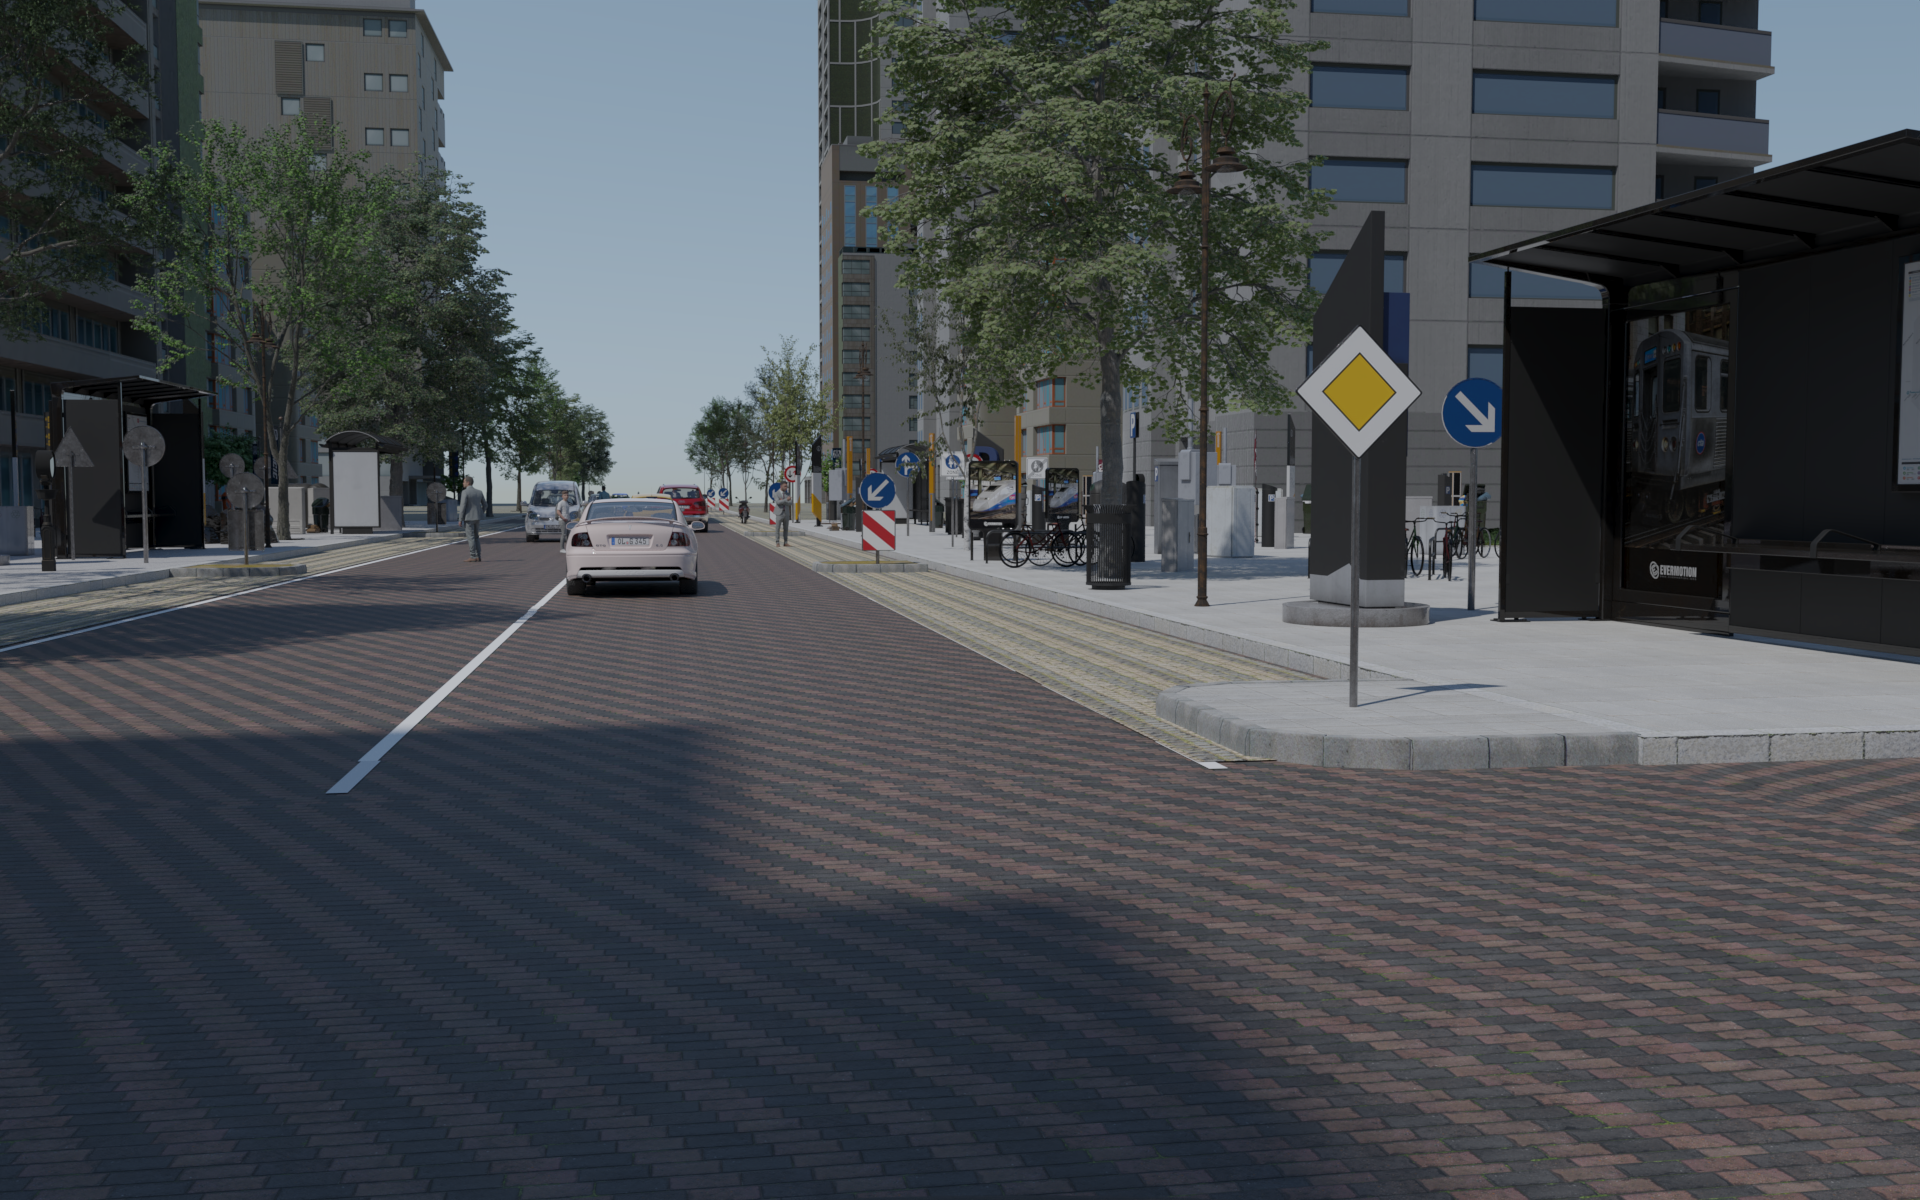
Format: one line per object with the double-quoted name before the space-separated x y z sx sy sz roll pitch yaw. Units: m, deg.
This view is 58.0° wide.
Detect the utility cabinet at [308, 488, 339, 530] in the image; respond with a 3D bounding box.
"utility cabinet" -22.500 -3.219 61.313 0.318 1.500 1.173 2 4 31

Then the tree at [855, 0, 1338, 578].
"tree" 1.901 -6.617 26.321 7.486 12.596 7.792 0 3 0

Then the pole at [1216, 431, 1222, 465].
"pole" 8.409 -3.823 56.349 0.158 3.312 0.155 0 3 0

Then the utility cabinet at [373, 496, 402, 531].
"utility cabinet" -20.289 -3.063 61.248 1.020 1.237 0.306 -2 4 -35

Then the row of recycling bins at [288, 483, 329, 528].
"row of recycling bins" -24.890 -3.585 65.730 1.069 1.692 3.534 -3 5 -42

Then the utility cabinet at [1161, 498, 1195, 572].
"utility cabinet" 3.651 -1.088 28.951 0.306 1.237 1.020 2 4 23

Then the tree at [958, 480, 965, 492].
"tree" 0.599 -5.478 84.166 1.663 3.219 1.824 0 3 0

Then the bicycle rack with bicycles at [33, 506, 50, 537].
"bicycle rack with bicycles" -27.782 -2.262 50.361 2.852 0.926 2.925 -2 4 -25

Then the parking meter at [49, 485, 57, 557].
"parking meter" -18.420 -1.820 35.471 0.399 1.863 0.255 1 4 20

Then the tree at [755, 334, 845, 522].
"tree" -7.353 -7.883 79.245 4.737 8.622 4.395 0 3 0

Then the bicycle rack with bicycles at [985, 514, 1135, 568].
"bicycle rack with bicycles" 1.778 -1.093 31.257 2.925 0.926 2.852 -1 4 -15

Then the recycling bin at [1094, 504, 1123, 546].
"recycling bin" 3.681 -1.791 41.834 0.722 1.027 0.722 -1 4 -19

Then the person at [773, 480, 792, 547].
"person" -4.753 -2.326 46.709 0.466 1.800 0.511 3 5 44

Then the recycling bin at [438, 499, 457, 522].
"recycling bin" -23.954 -4.175 80.815 0.722 1.027 0.722 1 4 18

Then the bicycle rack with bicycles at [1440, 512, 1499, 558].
"bicycle rack with bicycles" 10.410 -1.266 34.083 2.925 0.926 2.852 -3 5 -42

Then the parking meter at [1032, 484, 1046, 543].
"parking meter" 2.061 -2.252 45.224 0.372 1.533 0.369 0 3 0

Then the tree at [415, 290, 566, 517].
"tree" -26.849 -10.932 96.867 7.486 12.596 7.792 0 3 0

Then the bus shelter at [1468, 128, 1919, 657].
"bus shelter" 6.403 -1.413 14.386 1.731 3.624 6.357 -1 4 -10

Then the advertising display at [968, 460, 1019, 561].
"advertising display" 0.642 -1.716 33.277 0.974 1.923 0.123 1 4 16

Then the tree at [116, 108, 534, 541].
"tree" -18.871 -7.461 47.747 9.928 11.665 9.643 0 3 0

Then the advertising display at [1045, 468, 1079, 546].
"advertising display" 2.506 -2.281 42.515 0.974 1.923 0.123 -2 4 -34

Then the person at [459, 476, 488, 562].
"person" -10.298 -1.711 36.569 0.391 1.810 0.635 2 4 24

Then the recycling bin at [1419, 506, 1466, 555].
"recycling bin" 10.210 -1.475 36.664 0.722 1.027 0.722 -1 4 -12

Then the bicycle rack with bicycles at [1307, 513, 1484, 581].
"bicycle rack with bicycles" 6.577 -0.830 26.954 2.852 0.926 2.925 1 4 18

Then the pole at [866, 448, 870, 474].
"pole" -4.083 -5.098 77.203 0.158 3.312 0.155 0 3 0

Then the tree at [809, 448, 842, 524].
"tree" -5.668 -4.834 73.635 1.663 3.219 1.824 0 3 0

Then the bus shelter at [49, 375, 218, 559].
"bus shelter" -17.550 -2.804 37.133 1.731 3.624 6.357 -1 4 -10

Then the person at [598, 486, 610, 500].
"person" -16.327 -4.344 79.538 0.620 1.820 0.660 3 5 39

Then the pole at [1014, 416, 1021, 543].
"pole" 1.505 -3.135 45.104 0.158 3.312 0.155 0 3 0

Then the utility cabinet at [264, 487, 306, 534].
"utility cabinet" -21.450 -2.835 55.028 1.173 1.500 0.318 0 4 -1

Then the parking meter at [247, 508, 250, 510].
"parking meter" -27.885 -3.618 67.567 0.372 1.533 0.369 0 3 0

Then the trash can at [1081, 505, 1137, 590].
"trash can" 2.001 -0.713 23.308 0.748 1.137 0.748 0 3 0

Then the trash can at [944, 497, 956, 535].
"trash can" -0.165 -2.629 54.642 0.748 1.137 0.748 0 3 0

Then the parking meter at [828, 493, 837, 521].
"parking meter" -6.175 -4.777 83.814 0.399 1.863 0.255 2 4 33

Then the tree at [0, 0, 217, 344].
"tree" -14.281 -5.455 23.597 8.767 10.594 7.601 0 4 3

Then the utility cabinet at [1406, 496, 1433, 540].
"utility cabinet" 12.641 -2.274 48.343 1.020 1.237 0.306 -1 4 -11

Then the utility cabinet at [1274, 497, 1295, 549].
"utility cabinet" 7.640 -1.813 40.809 0.306 1.237 1.020 1 4 21

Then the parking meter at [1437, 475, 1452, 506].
"parking meter" 14.579 -2.839 52.134 0.399 1.863 0.255 -3 5 -39

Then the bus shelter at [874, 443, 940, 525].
"bus shelter" -2.197 -4.739 71.407 2.014 3.302 5.546 -1 4 -10

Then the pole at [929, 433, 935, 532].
"pole" -0.936 -3.932 58.136 0.158 3.312 0.155 0 3 0

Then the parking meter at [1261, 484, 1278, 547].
"parking meter" 7.479 -2.046 41.863 0.372 1.533 0.369 0 3 0

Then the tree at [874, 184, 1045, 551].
"tree" 0.114 -5.443 39.359 4.360 8.622 3.978 0 3 0

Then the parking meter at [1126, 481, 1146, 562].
"parking meter" 3.318 -1.487 32.716 0.372 1.533 0.369 0 3 0

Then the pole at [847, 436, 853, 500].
"pole" -3.901 -4.125 61.292 0.158 3.312 0.155 0 3 0

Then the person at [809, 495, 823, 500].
"person" -13.786 -9.590 165.302 1.348 1.823 0.705 0 4 6

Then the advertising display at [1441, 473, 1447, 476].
"advertising display" 14.968 -2.961 53.632 0.123 1.923 0.974 1 4 12

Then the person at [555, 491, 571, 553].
"person" -9.597 -1.899 42.147 0.523 1.515 0.503 -1 4 -13

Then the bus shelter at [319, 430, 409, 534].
"bus shelter" -19.749 -3.899 57.680 2.014 3.302 5.546 -1 4 -10

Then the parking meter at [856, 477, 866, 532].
"parking meter" -3.327 -3.234 58.590 0.399 1.863 0.255 0 4 0

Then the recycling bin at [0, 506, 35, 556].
"recycling bin" -19.806 -1.444 36.166 0.722 1.027 0.722 -1 4 -17

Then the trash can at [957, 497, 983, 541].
"trash can" 0.355 -2.216 47.883 0.748 1.137 0.748 0 3 0

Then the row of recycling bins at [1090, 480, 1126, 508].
"row of recycling bins" 4.343 -2.636 50.218 1.069 1.692 3.534 1 4 9

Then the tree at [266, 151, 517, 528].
"tree" -21.544 -9.726 65.673 9.857 13.997 8.962 0 3 0
